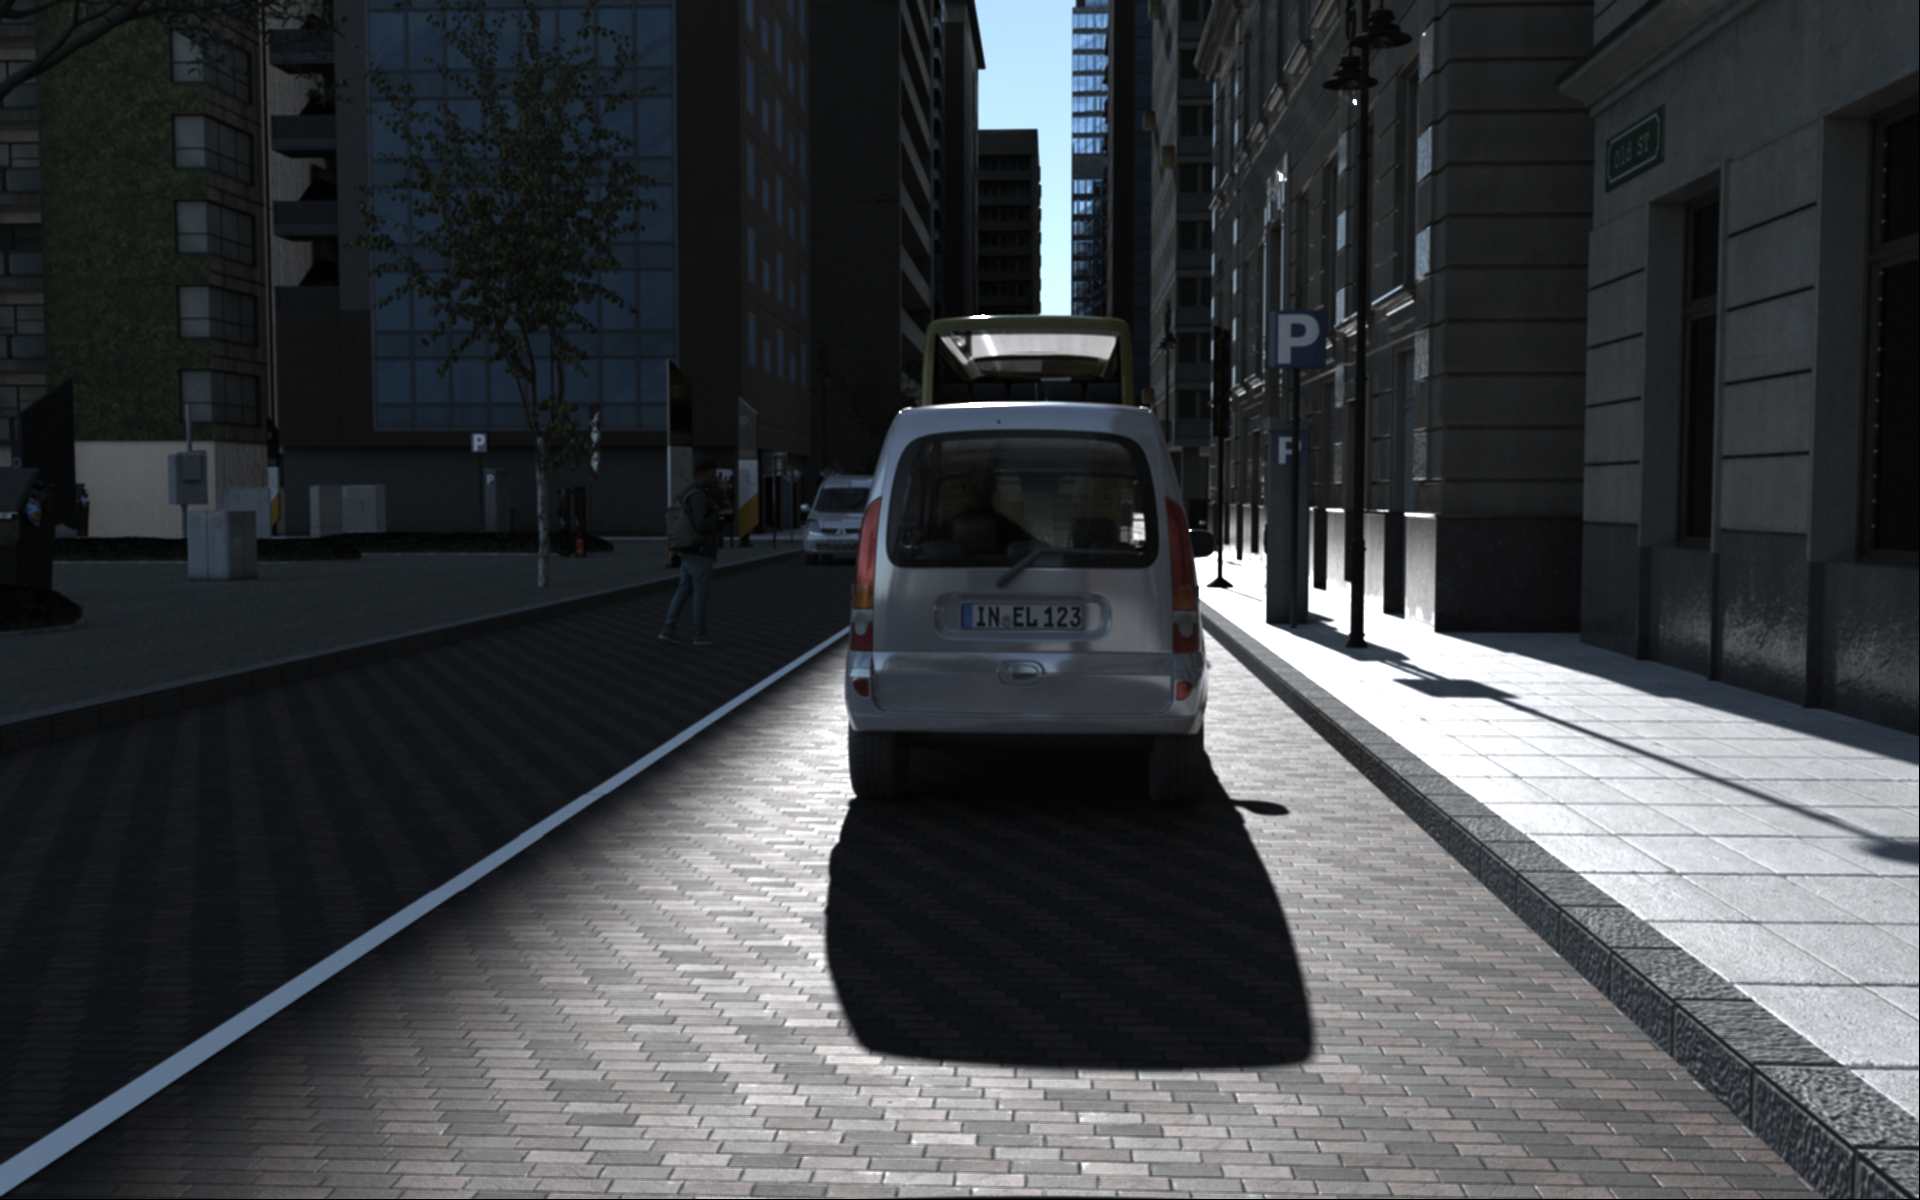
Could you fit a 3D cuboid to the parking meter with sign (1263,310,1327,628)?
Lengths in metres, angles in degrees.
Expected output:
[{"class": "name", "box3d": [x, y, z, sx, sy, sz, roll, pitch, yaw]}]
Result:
[{"class": "parking meter with sign", "box3d": [3.294, -1.289, 17.341, 0.543, 3.016, 1.738, 0, 4, 7]}]

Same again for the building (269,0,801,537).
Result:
[{"class": "building", "box3d": [-12.879, -24.893, 57.111, 14.600, 45.320, 14.200, 0, 4, 3]}]

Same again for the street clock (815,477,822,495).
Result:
[{"class": "street clock", "box3d": [-6.086, -4.309, 75.021, 0.358, 2.002, 0.471, 0, 4, -5]}]

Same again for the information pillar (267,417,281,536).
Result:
[{"class": "information pillar", "box3d": [-20.832, -3.744, 52.562, 0.504, 3.616, 0.183, 2, 4, 33]}]

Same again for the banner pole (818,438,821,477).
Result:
[{"class": "banner pole", "box3d": [-6.301, -5.365, 77.730, 0.401, 3.779, 0.863, -1, 4, -10]}]

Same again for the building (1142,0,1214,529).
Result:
[{"class": "building", "box3d": [19.575, -22.936, 66.886, 23.993, 40.220, 32.217, 0, 4, 3]}]

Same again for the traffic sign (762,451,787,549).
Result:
[{"class": "traffic sign", "box3d": [-4.365, -2.360, 40.720, 0.606, 2.300, 0.079, 1, 4, 9]}]

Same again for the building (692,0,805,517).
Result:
[{"class": "building", "box3d": [-9.130, -28.546, 116.844, 14.600, 45.320, 14.200, 0, 4, 3]}]

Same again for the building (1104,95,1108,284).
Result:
[{"class": "building", "box3d": [26.560, -34.430, 182.532, 23.786, 49.044, 30.456, 0, 4, 3]}]

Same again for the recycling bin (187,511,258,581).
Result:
[{"class": "recycling bin", "box3d": [-11.067, -0.822, 25.993, 0.722, 1.027, 0.722, 1, 4, 11]}]

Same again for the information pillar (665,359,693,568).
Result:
[{"class": "information pillar", "box3d": [-4.890, -2.375, 30.183, 0.504, 3.616, 0.183, -3, 5, -44]}]

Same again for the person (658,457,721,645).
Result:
[{"class": "person", "box3d": [-2.501, -0.465, 16.448, 0.721, 1.781, 0.623, -3, 4, -38]}]

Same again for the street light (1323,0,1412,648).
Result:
[{"class": "street light", "box3d": [3.323, -2.540, 14.324, 0.468, 5.910, 1.993, 0, 4, 3]}]

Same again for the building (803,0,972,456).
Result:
[{"class": "building", "box3d": [-6.145, -31.370, 163.003, 14.600, 45.320, 14.200, 0, 4, 3]}]

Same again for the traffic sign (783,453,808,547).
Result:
[{"class": "traffic sign", "box3d": [-4.094, -2.356, 42.156, 0.795, 2.450, 0.064, 0, 4, 3]}]

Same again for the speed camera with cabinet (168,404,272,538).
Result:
[{"class": "speed camera with cabinet", "box3d": [-16.526, -2.711, 38.667, 2.038, 3.252, 0.660, -3, 5, -41]}]

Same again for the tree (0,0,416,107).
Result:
[{"class": "tree", "box3d": [-7.288, -6.135, 10.670, 12.009, 13.543, 11.850, 0, 3, 0]}]

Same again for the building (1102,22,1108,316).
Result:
[{"class": "building", "box3d": [23.796, -30.492, 153.163, 22.147, 44.769, 28.867, 0, 4, 3]}]

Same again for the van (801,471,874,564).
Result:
[{"class": "van", "box3d": [-2.287, -1.810, 36.597, 2.013, 2.044, 4.112, 0, 4, 2]}]

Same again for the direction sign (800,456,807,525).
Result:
[{"class": "direction sign", "box3d": [-6.509, -4.884, 71.850, 0.379, 3.537, 0.876, 1, 4, 16]}]

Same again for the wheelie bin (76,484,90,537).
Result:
[{"class": "wheelie bin", "box3d": [-26.539, -2.689, 51.874, 0.980, 1.594, 0.693, 0, 4, 2]}]

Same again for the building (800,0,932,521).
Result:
[{"class": "building", "box3d": [-12.854, -28.585, 91.060, 21.300, 48.544, 21.600, 0, 4, 3]}]

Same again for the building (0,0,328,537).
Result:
[{"class": "building", "box3d": [-28.873, -22.922, 58.373, 14.086, 41.232, 14.154, 0, 4, 3]}]

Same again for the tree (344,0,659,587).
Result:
[{"class": "tree", "box3d": [-5.906, -4.477, 23.562, 4.737, 8.622, 4.395, 0, 3, 0]}]

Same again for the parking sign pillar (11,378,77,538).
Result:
[{"class": "parking sign pillar", "box3d": [-21.102, -3.144, 39.876, 1.447, 3.967, 1.447, 2, 4, 28]}]

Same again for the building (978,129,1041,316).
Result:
[{"class": "building", "box3d": [-0.575, -36.483, 220.193, 21.600, 48.544, 21.300, 0, 4, 3]}]

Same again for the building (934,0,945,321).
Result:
[{"class": "building", "box3d": [-11.202, -50.566, 139.433, 22.319, 86.520, 31.000, 0, 4, 3]}]

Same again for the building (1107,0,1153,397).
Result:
[{"class": "building", "box3d": [18.325, -29.455, 131.703, 14.600, 45.320, 14.200, 0, 4, 3]}]

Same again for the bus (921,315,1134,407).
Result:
[{"class": "bus", "box3d": [1.144, -2.140, 26.533, 2.896, 3.916, 12.252, 0, 4, 3]}]

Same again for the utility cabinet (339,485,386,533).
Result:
[{"class": "utility cabinet", "box3d": [-14.386, -2.025, 41.787, 1.173, 1.500, 0.318, 2, 4, 30]}]

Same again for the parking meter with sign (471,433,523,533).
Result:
[{"class": "parking meter with sign", "box3d": [-13.425, -3.309, 50.370, 0.543, 3.016, 1.738, 1, 4, 21]}]

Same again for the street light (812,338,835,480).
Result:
[{"class": "street light", "box3d": [-4.048, -4.818, 51.554, 0.468, 5.910, 1.993, 0, 4, 3]}]

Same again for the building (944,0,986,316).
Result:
[{"class": "building", "box3d": [-11.596, -36.469, 185.511, 27.495, 52.752, 28.713, 0, 4, 3]}]

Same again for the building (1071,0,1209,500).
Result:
[{"class": "building", "box3d": [25.687, -55.349, 217.628, 31.000, 86.520, 22.319, 0, 4, 3]}]

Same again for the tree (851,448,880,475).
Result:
[{"class": "tree", "box3d": [-3.860, -4.798, 73.042, 1.663, 3.219, 1.824, 0, 3, 0]}]

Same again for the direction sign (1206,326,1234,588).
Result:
[{"class": "direction sign", "box3d": [3.583, -1.943, 23.773, 0.379, 3.537, 0.876, 1, 4, 21]}]

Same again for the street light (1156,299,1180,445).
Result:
[{"class": "street light", "box3d": [4.931, -4.186, 41.234, 0.468, 5.910, 1.993, 0, 4, 3]}]

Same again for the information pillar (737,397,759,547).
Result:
[{"class": "information pillar", "box3d": [-5.119, -3.085, 41.802, 0.504, 3.616, 0.183, 1, 4, 10]}]

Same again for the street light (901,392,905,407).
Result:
[{"class": "street light", "box3d": [-2.569, -6.464, 78.471, 0.468, 5.910, 1.993, 0, 4, 3]}]

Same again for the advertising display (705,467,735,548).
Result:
[{"class": "advertising display", "box3d": [-5.792, -2.189, 41.007, 0.974, 1.923, 0.123, -2, 4, -35]}]

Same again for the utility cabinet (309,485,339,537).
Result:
[{"class": "utility cabinet", "box3d": [-15.630, -2.096, 42.954, 0.318, 1.500, 1.173, 1, 4, 17]}]

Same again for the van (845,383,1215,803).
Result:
[{"class": "van", "box3d": [0.417, -0.149, 9.454, 2.013, 2.044, 4.112, 0, 4, 4]}]

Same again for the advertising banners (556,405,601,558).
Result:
[{"class": "advertising banners", "box3d": [-7.684, -2.370, 34.941, 0.090, 3.025, 2.074, -3, 4, -36]}]

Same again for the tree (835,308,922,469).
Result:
[{"class": "tree", "box3d": [-3.114, -7.229, 68.551, 4.360, 8.622, 3.978, 0, 3, 0]}]

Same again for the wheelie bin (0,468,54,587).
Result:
[{"class": "wheelie bin", "box3d": [-11.559, -0.815, 21.232, 0.980, 1.594, 0.693, 1, 4, 14]}]

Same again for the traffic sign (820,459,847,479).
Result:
[{"class": "traffic sign", "box3d": [-3.650, -2.843, 50.129, 0.795, 2.450, 0.064, 0, 4, 3]}]

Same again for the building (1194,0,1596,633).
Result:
[{"class": "building", "box3d": [10.706, -14.051, 27.002, 12.463, 27.353, 25.104, 0, 4, 3]}]

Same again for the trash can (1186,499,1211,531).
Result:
[{"class": "trash can", "box3d": [6.904, -2.346, 50.017, 0.748, 1.137, 0.748, 0, 3, 0]}]
